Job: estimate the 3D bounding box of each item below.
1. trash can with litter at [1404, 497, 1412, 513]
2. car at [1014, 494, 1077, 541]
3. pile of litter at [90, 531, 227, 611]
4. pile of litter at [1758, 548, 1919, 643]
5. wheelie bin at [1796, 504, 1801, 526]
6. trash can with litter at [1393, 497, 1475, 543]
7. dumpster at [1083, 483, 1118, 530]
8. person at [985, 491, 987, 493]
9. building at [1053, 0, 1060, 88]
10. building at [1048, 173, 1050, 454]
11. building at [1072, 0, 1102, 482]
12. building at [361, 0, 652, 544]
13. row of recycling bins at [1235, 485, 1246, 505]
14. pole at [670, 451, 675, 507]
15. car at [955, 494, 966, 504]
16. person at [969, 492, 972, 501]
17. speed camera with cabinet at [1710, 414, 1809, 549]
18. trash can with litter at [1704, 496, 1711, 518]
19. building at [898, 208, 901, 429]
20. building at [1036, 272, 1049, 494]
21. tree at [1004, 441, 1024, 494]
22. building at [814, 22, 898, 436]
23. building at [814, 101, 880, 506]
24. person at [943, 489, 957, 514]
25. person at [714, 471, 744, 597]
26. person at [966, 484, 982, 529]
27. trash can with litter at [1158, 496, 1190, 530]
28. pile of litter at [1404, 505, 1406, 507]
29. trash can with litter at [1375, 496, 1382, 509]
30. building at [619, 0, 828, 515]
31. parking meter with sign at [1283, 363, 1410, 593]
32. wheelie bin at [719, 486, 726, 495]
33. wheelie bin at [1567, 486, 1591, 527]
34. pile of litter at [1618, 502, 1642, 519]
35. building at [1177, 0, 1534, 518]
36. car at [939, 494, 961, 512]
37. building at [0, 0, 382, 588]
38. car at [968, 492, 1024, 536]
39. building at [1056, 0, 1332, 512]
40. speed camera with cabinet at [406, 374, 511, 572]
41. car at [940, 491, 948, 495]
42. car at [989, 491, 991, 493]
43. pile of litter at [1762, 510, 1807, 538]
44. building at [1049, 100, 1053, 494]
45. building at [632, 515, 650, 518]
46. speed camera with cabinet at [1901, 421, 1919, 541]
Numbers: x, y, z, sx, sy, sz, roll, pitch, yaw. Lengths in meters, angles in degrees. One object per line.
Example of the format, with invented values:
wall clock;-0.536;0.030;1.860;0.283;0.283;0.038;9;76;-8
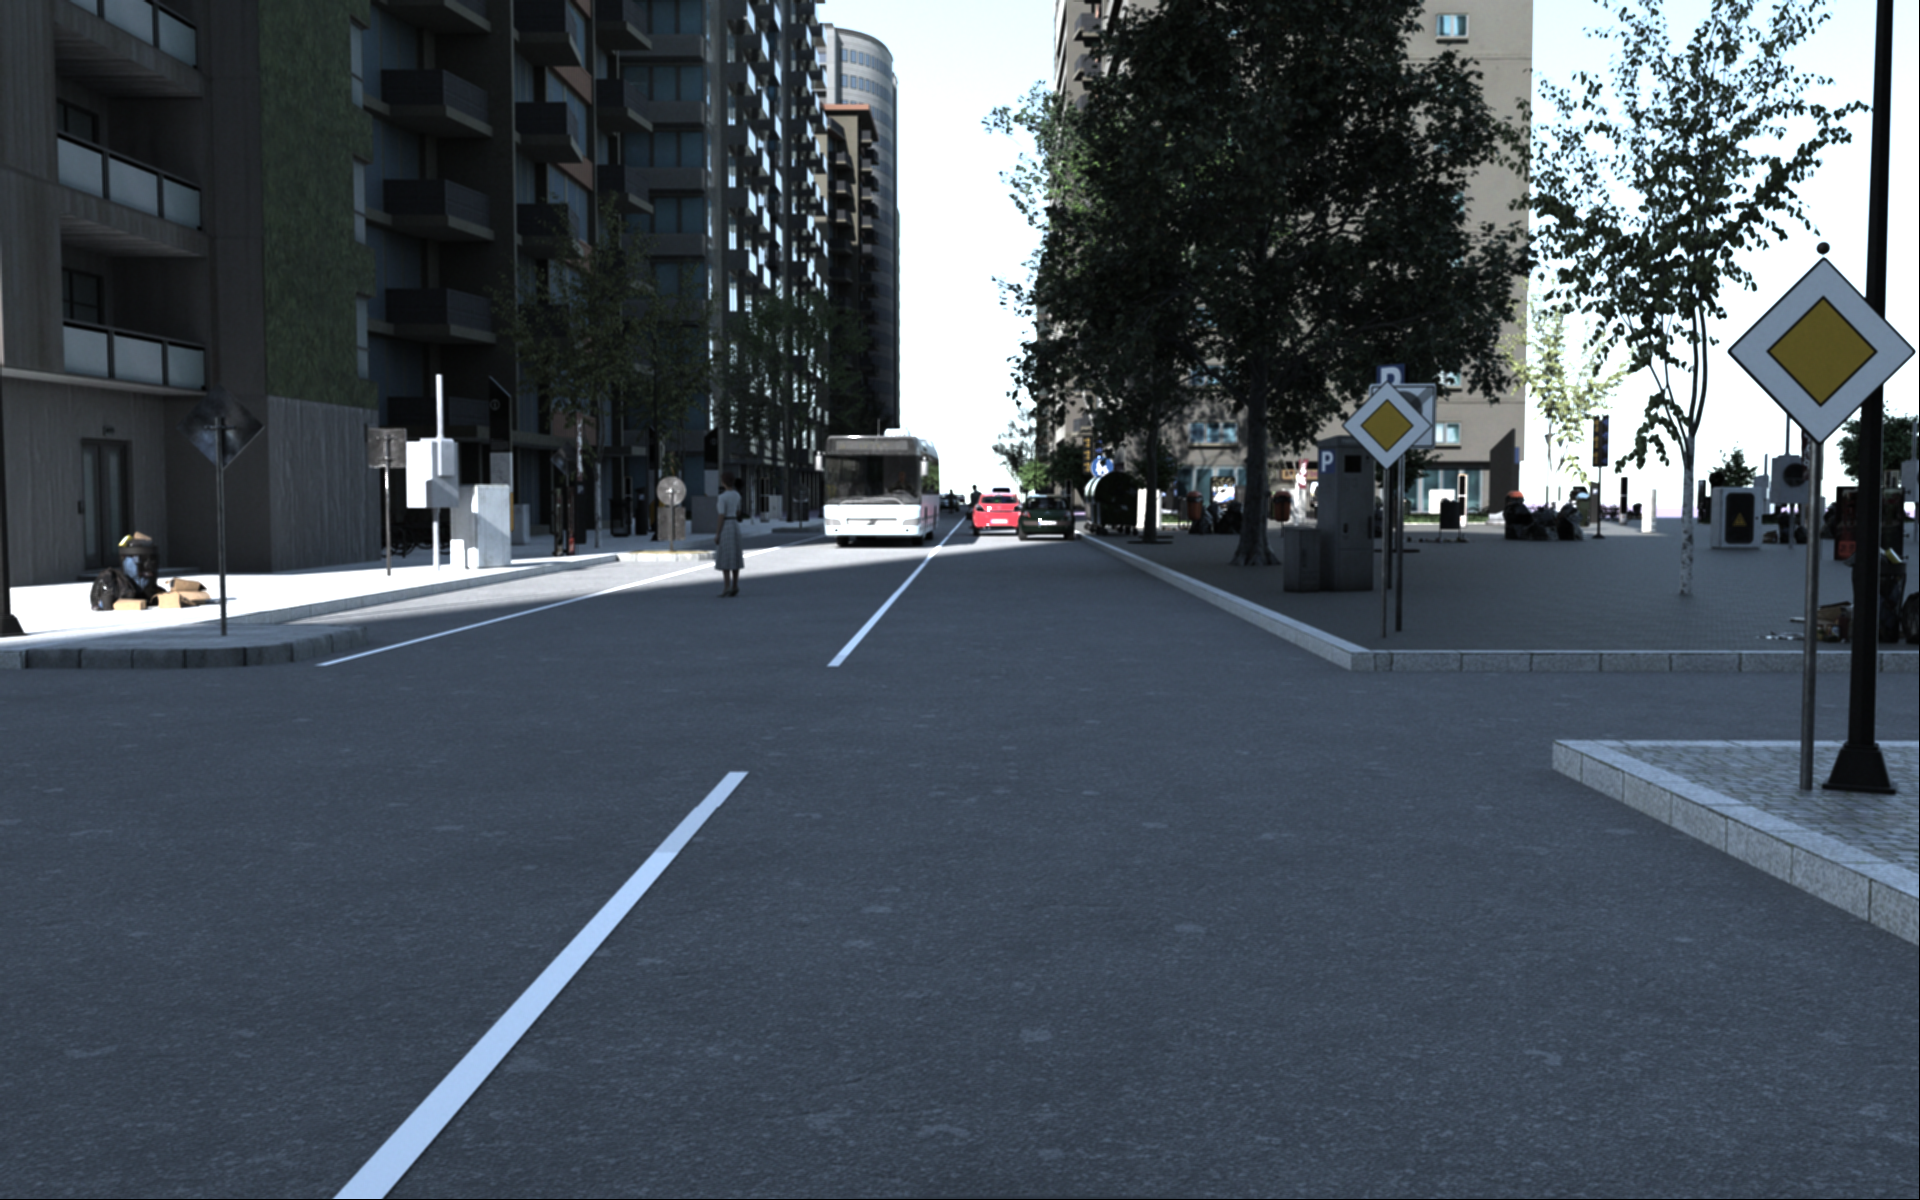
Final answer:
trash can with litter;23.222;-4.761;89.234;1.055;1.170;0.624;1;4;10
car;2.699;-2.735;54.498;2.009;1.686;4.222;0;4;1
pile of litter;-9.132;-0.353;19.744;1.176;0.858;1.719;3;4;36
pile of litter;8.027;-0.080;15.279;1.719;0.858;1.176;3;4;37
wheelie bin;34.263;-3.790;69.874;0.980;1.594;0.693;-1;4;-12
trash can with litter;12.716;-2.161;46.394;2.233;1.210;1.678;1;4;11
dumpster;5.068;-3.426;61.768;1.264;1.857;1.865;0;4;1
person;3.261;-13.061;222.055;0.705;1.823;1.348;1;4;11
building;21.165;-48.937;238.372;20.563;71.187;20.611;0;4;1
building;17.708;-34.065;207.072;14.600;45.320;14.200;0;4;1
building;19.591;-28.881;126.826;22.147;44.769;28.867;0;4;1
building;-22.611;-24.601;56.849;22.147;44.769;28.867;0;4;1
row of recycling bins;13.545;-4.743;84.661;1.069;1.692;3.534;0;4;3
pole;-13.654;-5.409;82.285;0.158;3.312;0.155;0;3;0
car;-0.113;-14.596;247.683;2.155;1.783;4.494;0;4;1
person;1.312;-11.778;202.533;0.415;1.643;0.593;0;4;2
speed camera with cabinet;18.772;-2.831;40.624;2.038;3.252;0.660;0;4;2
trash can with litter;39.030;-4.805;89.955;1.055;1.170;0.624;-2;4;-31
building;-15.620;-34.090;240.962;14.154;41.232;14.086;0;4;1
building;16.717;-27.543;222.027;14.160;30.474;14.107;0;4;1
tree;7.763;-17.736;240.345;4.360;8.622;3.978;0;3;0
building;-19.038;-41.430;219.374;21.231;58.520;28.212;0;4;1
building;-20.352;-32.826;191.323;22.147;44.769;28.867;0;4;1
person;-0.689;-7.279;127.508;1.348;1.824;0.705;-3;5;-45
person;-3.283;-0.925;24.190;0.524;1.755;0.480;2;4;33
person;0.690;-3.847;71.366;0.822;1.834;0.622;3;4;37
trash can with litter;7.653;-3.105;61.829;2.233;1.210;1.678;-3;5;-42
pile of litter;21.196;-4.268;83.745;1.176;0.858;1.719;-3;5;-40
trash can with litter;21.649;-4.779;89.523;0.624;1.170;1.055;0;4;-7
building;-22.303;-31.624;136.664;23.786;49.044;30.456;0;4;1
parking meter with sign;5.093;-1.632;22.947;1.738;3.016;0.543;-2;4;-29
wheelie bin;-9.867;-3.862;71.052;0.980;1.594;0.693;-2;4;-25
wheelie bin;24.389;-3.689;68.225;0.693;1.594;0.980;-2;4;-29
pile of litter;34.666;-4.571;88.701;1.176;0.858;1.719;-3;5;-43
building;19.570;-29.168;100.591;21.300;48.544;21.600;0;4;1
car;-0.982;-8.044;143.311;2.131;1.459;4.920;0;4;2
building;-18.269;-20.906;25.402;14.154;41.232;14.086;0;4;1
car;1.344;-3.168;60.834;2.155;1.783;4.494;0;4;0
building;19.473;-32.306;151.903;21.300;48.544;21.600;0;4;1
speed camera with cabinet;-8.513;-2.148;29.453;0.660;3.252;2.038;1;4;23
car;-1.534;-9.383;163.003;1.945;1.707;3.694;0;4;3
car;4.507;-13.282;225.835;2.281;1.827;5.304;0;4;1
pile of litter;21.538;-1.916;45.292;1.719;0.858;1.176;2;4;29
building;20.736;-34.523;188.145;21.300;48.544;21.600;0;4;1
building;-22.940;-29.728;105.660;23.786;49.044;30.456;0;4;1
speed camera with cabinet;25.285;-3.204;46.721;2.038;3.252;0.660;-1;4;-14
